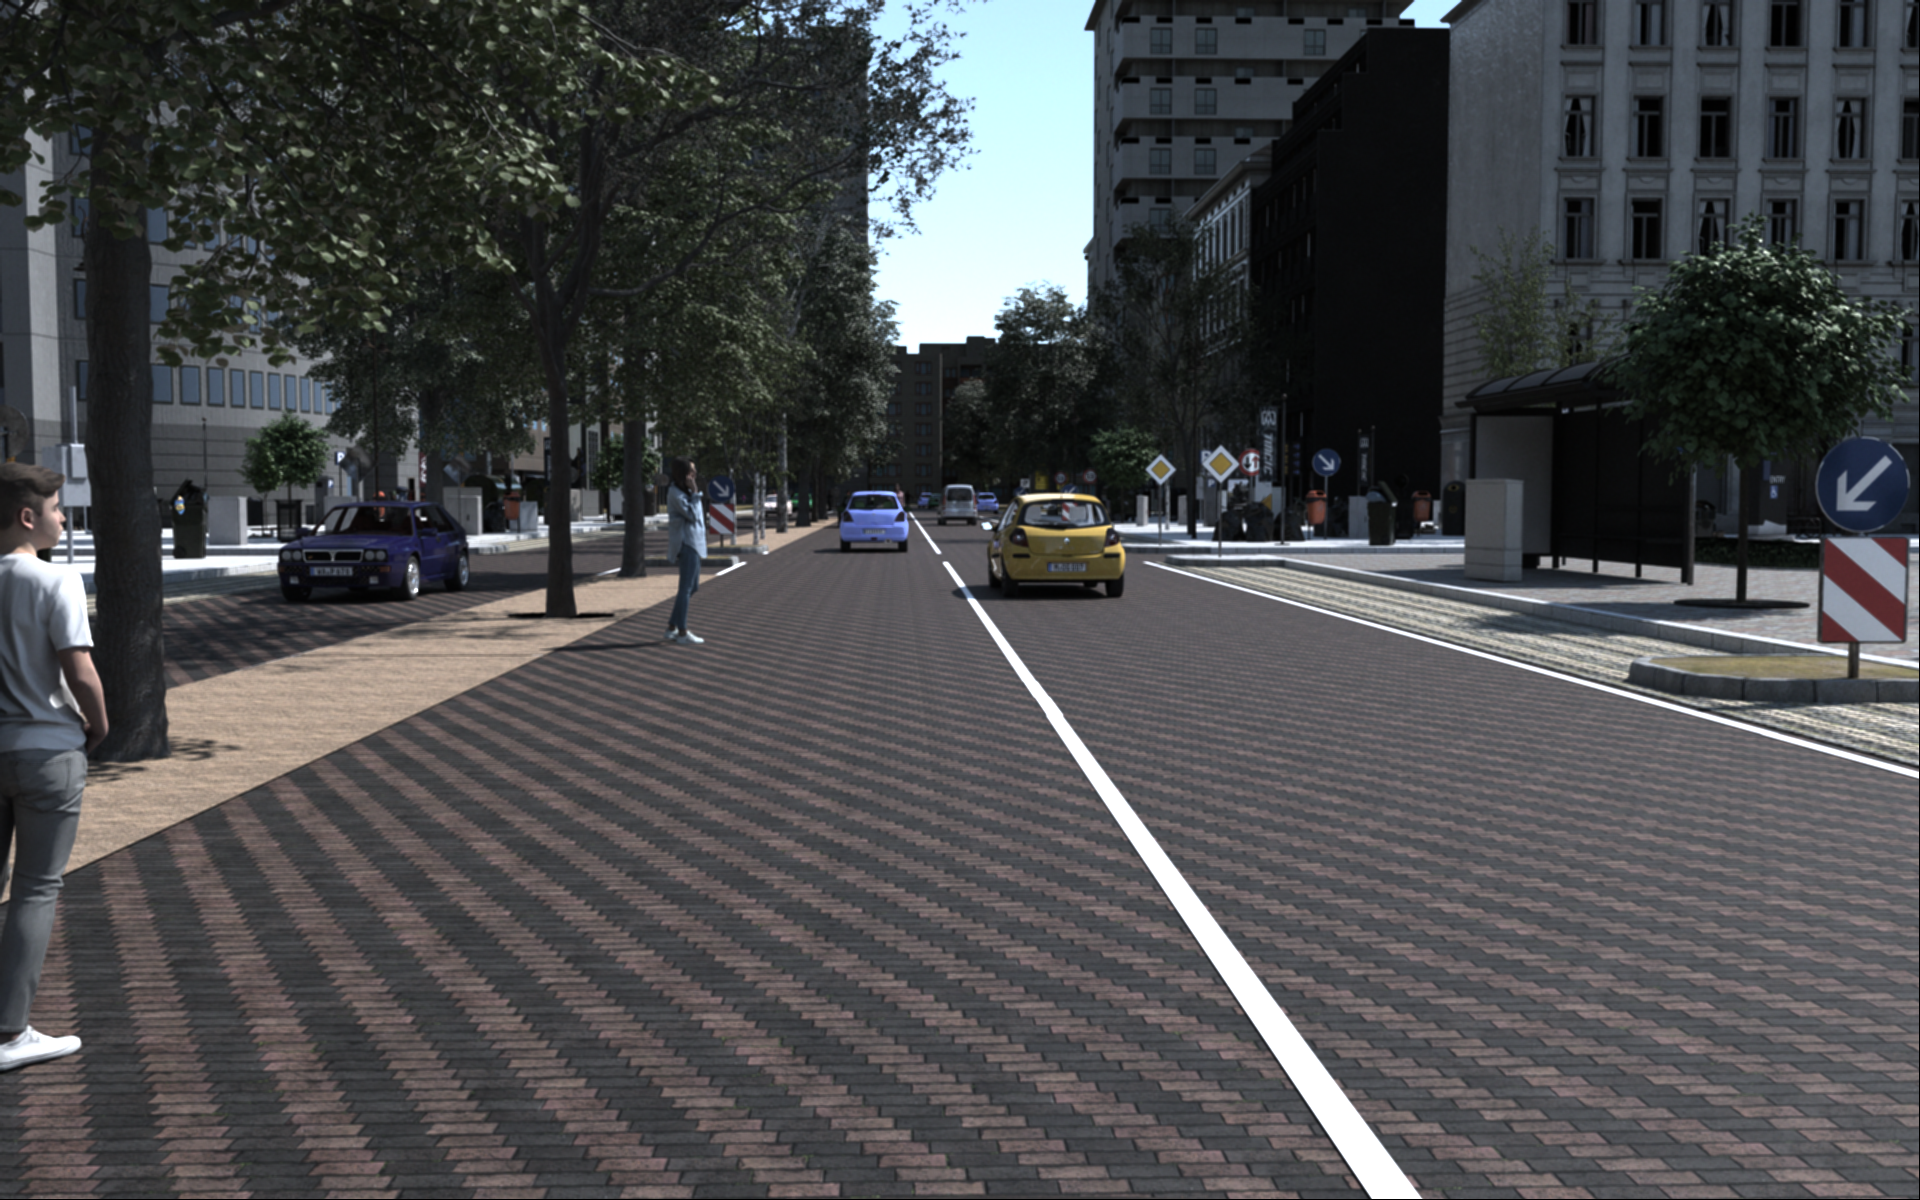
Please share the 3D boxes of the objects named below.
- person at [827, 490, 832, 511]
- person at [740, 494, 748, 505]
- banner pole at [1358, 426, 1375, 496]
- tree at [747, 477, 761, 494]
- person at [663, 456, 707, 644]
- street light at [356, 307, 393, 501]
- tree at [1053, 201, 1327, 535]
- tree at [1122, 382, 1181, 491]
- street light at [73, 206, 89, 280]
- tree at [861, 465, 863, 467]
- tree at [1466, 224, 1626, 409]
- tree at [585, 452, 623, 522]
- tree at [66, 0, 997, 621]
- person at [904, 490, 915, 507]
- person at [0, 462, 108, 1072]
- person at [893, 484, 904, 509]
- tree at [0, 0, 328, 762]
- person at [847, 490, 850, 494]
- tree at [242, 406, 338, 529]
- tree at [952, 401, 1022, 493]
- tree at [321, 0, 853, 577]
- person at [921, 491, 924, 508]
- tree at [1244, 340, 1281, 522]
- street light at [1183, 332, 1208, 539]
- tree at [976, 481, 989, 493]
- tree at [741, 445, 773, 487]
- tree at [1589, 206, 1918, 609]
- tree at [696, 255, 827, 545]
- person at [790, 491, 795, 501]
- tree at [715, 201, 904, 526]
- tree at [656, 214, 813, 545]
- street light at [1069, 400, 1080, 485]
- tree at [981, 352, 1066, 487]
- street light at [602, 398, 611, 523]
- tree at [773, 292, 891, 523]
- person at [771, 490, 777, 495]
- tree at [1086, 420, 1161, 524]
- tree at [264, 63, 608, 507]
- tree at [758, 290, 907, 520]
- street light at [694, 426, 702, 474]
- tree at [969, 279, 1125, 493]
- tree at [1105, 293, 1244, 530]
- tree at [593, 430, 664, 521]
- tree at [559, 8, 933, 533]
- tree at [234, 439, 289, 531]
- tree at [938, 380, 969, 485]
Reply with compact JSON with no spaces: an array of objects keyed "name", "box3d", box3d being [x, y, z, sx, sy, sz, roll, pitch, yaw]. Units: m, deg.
[{"name":"person","box3d":[-11.042,-8.407,146.089,0.705,1.807,1.348,1,4,19]},{"name":"person","box3d":[-24.445,-11.264,195.893,0.991,1.433,0.599,-3,4,-38]},{"name":"banner pole","box3d":[15.115,-4.542,64.278,0.401,3.779,0.863,-3,4,-36]},{"name":"tree","box3d":[-20.075,-10.798,171.153,1.663,3.219,1.824,0,3,0]},{"name":"person","box3d":[-2.647,-0.478,16.573,0.793,1.790,0.793,-3,4,-36]},{"name":"street light","box3d":[-14.344,-4.265,42.527,0.468,5.910,1.993,0,4,-2]},{"name":"tree","box3d":[7.312,-7.356,54.675,8.767,10.594,7.601,0,4,-4]},{"name":"tree","box3d":[12.163,-9.869,111.722,4.737,8.622,4.395,0,3,0]},{"name":"street light","box3d":[-13.758,-3.386,28.147,0.468,5.910,1.993,0,4,-2]},{"name":"tree","box3d":[-8.380,-11.278,104.972,7.486,12.596,7.792,0,3,0]},{"name":"tree","box3d":[15.612,-5.921,47.173,4.737,8.622,4.395,0,3,0]},{"name":"tree","box3d":[-16.197,-5.187,79.416,1.663,3.219,1.824,0,3,0]},{"name":"tree","box3d":[-4.579,-6.524,19.488,12.009,13.543,11.850,0,3,0]},{"name":"person","box3d":[-4.169,-7.925,138.902,1.217,1.723,0.721,1,4,15]},{"name":"person","box3d":[-2.422,0.412,4.359,0.503,1.515,0.523,-2,4,-27]},{"name":"person","box3d":[-2.405,-3.533,66.279,0.555,1.821,0.388,-1,4,-19]},{"name":"tree","box3d":[-4.655,-5.437,9.475,7.486,12.596,7.792,0,3,0]},{"name":"person","box3d":[-11.866,-10.796,184.953,0.705,1.831,1.348,0,4,5]},{"name":"tree","box3d":[-25.020,-4.961,64.832,4.285,4.588,4.351,0,3,0]},{"name":"tree","box3d":[3.063,-13.746,159.155,8.767,10.594,7.601,2,4,34]},{"name":"tree","box3d":[-5.760,-6.689,29.944,7.486,12.596,7.792,0,3,0]},{"name":"person","box3d":[-3.896,-10.481,180.411,0.434,1.755,0.990,1,4,11]},{"name":"tree","box3d":[12.784,-7.842,78.583,4.360,8.622,3.978,0,3,0]},{"name":"street light","box3d":[6.737,-4.702,49.658,0.468,5.910,1.993,0,4,-2]},{"name":"tree","box3d":[2.513,-12.231,194.582,1.663,3.219,1.824,0,3,0]},{"name":"tree","box3d":[-19.963,-14.877,177.645,8.767,10.594,7.601,3,4,38]},{"name":"tree","box3d":[8.974,-2.216,19.952,4.285,4.588,4.351,0,3,0]},{"name":"tree","box3d":[-5.774,-5.870,48.797,4.360,8.622,3.978,0,3,0]},{"name":"person","box3d":[-14.945,-8.860,153.880,0.721,1.766,1.217,-2,4,-23]},{"name":"tree","box3d":[-6.932,-10.210,76.042,9.857,13.997,8.962,0,3,0]},{"name":"tree","box3d":[-5.791,-5.586,44.153,4.737,8.622,4.395,0,3,0]},{"name":"street light","box3d":[5.548,-6.786,83.740,0.468,5.910,1.993,0,4,-2]},{"name":"tree","box3d":[5.198,-13.277,135.198,7.486,12.596,7.792,0,3,0]},{"name":"street light","box3d":[-15.594,-6.360,76.775,0.468,5.910,1.993,0,4,-2]},{"name":"tree","box3d":[-7.204,-9.684,86.547,9.928,11.665,9.643,0,3,0]},{"name":"person","box3d":[-13.194,-6.989,123.494,1.217,1.743,0.721,2,4,29]},{"name":"tree","box3d":[7.132,-5.599,75.257,4.285,4.588,4.351,0,3,0]},{"name":"tree","box3d":[-15.286,-8.795,50.460,9.857,13.997,8.962,0,3,0]},{"name":"tree","box3d":[-7.776,-10.819,96.351,9.611,12.733,9.660,0,3,0]},{"name":"street light","box3d":[-16.702,-8.445,110.860,0.468,5.910,1.993,0,4,-2]},{"name":"tree","box3d":[5.560,-11.963,102.253,9.857,13.997,8.962,0,3,0]},{"name":"tree","box3d":[7.346,-6.812,61.733,4.360,8.622,3.978,0,3,0]},{"name":"tree","box3d":[-15.903,-6.072,82.995,4.285,4.588,4.351,0,3,0]},{"name":"tree","box3d":[-7.777,-12.566,63.799,12.611,20.169,13.585,0,3,0]},{"name":"tree","box3d":[-24.501,-4.078,61.274,1.663,3.219,1.824,0,3,0]},{"name":"tree","box3d":[2.204,-17.097,186.195,9.857,13.997,8.962,0,3,0]}]
